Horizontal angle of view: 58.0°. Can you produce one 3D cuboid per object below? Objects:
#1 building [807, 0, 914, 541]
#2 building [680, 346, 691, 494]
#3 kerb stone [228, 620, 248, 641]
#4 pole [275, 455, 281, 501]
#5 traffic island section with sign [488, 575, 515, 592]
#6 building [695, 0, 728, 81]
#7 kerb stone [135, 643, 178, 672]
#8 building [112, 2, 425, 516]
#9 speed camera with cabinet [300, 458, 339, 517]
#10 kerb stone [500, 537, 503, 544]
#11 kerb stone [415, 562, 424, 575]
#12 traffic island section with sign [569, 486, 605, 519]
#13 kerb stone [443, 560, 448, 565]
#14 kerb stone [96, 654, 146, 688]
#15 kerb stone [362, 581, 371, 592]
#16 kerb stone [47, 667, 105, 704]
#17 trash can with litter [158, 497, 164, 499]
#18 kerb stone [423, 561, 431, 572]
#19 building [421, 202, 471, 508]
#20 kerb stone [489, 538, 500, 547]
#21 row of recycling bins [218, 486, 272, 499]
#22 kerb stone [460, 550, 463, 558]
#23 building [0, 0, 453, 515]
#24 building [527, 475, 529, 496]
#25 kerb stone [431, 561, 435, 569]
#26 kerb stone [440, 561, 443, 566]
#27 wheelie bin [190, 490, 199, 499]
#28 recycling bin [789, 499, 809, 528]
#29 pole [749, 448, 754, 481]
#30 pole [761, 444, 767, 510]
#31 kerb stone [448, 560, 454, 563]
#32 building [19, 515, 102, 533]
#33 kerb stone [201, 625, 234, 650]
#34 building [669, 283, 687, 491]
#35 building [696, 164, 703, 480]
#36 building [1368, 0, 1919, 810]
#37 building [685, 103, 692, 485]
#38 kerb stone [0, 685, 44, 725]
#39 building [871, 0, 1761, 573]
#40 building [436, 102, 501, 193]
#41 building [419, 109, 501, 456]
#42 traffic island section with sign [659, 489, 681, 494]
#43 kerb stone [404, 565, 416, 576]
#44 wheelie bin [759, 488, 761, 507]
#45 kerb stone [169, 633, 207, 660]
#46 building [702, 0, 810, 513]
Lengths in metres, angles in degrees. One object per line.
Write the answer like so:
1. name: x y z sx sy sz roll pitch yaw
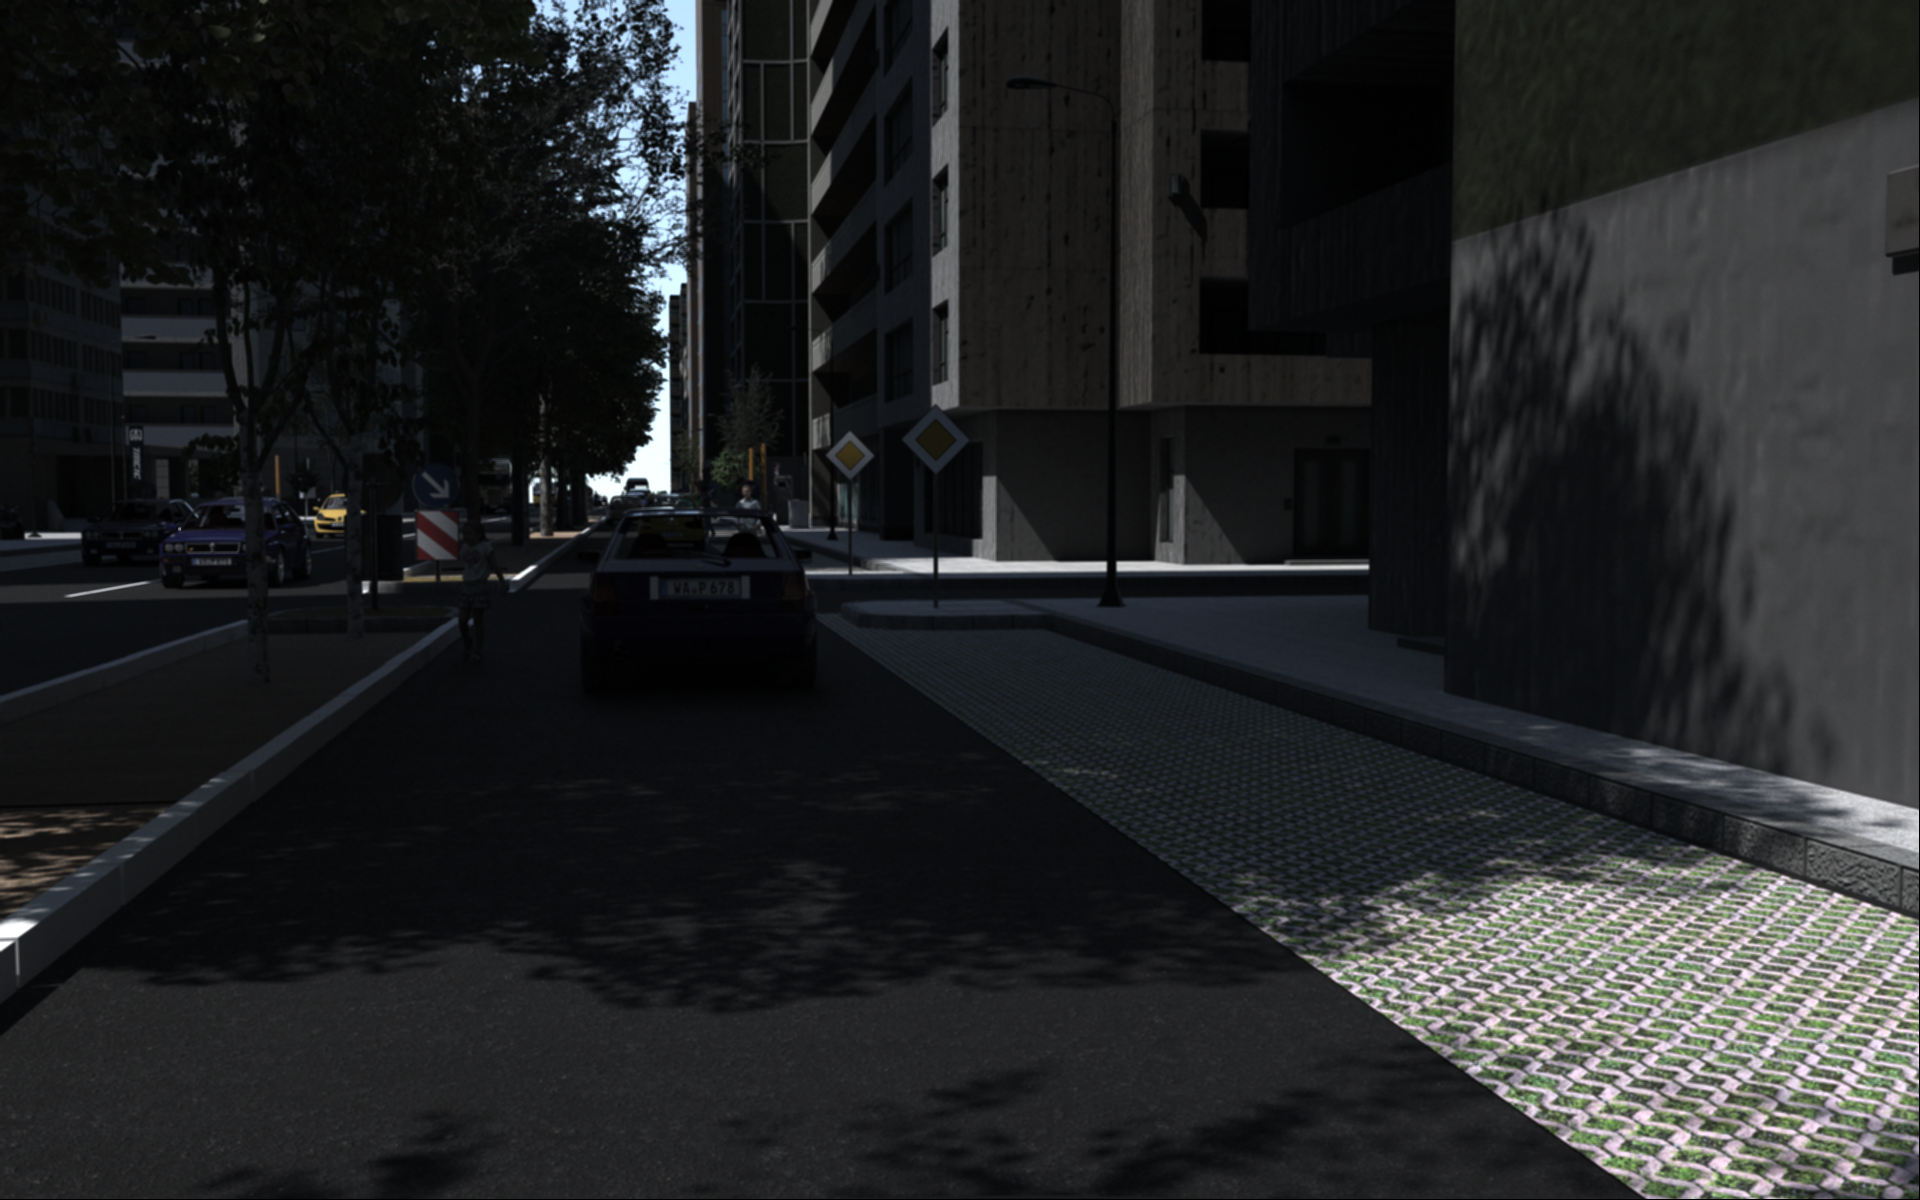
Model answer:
1. building: 6.468 -26.586 58.383 21.300 48.544 21.600 -1 4 -10
2. building: -20.899 -22.829 218.293 27.650 21.520 28.899 -1 4 -10
3. kerb stone: -7.181 0.309 17.213 0.120 0.150 1.000 -1 4 -10
4. pole: -35.942 -5.960 91.290 0.158 3.312 0.155 0 3 0
5. traffic island section with sign: -7.756 -1.089 25.941 2.006 1.907 1.989 -1 4 -10
6. building: -14.271 -30.072 141.791 14.600 45.320 14.200 -1 4 -10
7. kerb stone: -6.627 0.489 14.194 0.120 0.150 1.000 -1 4 -10
8. building: -46.757 -34.672 108.888 21.231 58.520 28.212 -1 4 -10
9. speed camera with cabinet: -35.657 -6.242 96.400 2.038 3.252 0.660 -3 5 -45
10. kerb stone: -13.087 -1.638 48.974 0.120 0.150 1.000 -1 4 -10
11. kerb stone: -9.712 -0.530 30.855 0.120 0.150 1.000 -1 4 -10
12. traffic island section with sign: -21.496 -5.607 99.817 2.006 1.907 1.989 -1 4 -10
13. kerb stone: -10.469 -0.776 34.875 0.120 0.150 1.000 -1 4 -10
14. kerb stone: -6.427 0.552 13.191 0.120 0.150 1.000 -1 4 -10
15. kerb stone: -8.788 -0.216 25.795 0.120 0.150 1.000 -1 4 -10
16. kerb stone: -6.248 0.612 12.184 0.120 0.150 1.000 -1 4 -10
17. trash can with litter: -37.720 -4.355 82.589 1.055 1.170 0.624 -2 4 -34
18. kerb stone: -9.902 -0.591 31.859 0.120 0.150 1.000 -1 4 -10
19. building: -51.548 -23.458 155.236 14.160 30.474 14.107 -1 4 -10
20. kerb stone: -12.905 -1.576 47.968 0.120 0.150 1.000 -1 4 -10
21. row of recycling bins: -37.866 -5.106 90.603 3.534 1.692 1.069 -1 4 -17
22. kerb stone: -11.033 -0.960 37.896 0.120 0.150 1.000 -1 4 -10
23. building: -56.949 -27.044 134.058 32.217 40.220 23.993 -1 4 -10
24. building: -66.817 -28.459 237.006 14.160 30.474 14.107 -1 4 -10
25. kerb stone: -10.091 -0.652 32.864 0.120 0.150 1.000 -1 4 -10
26. kerb stone: -10.281 -0.712 33.871 0.120 0.150 1.000 -1 4 -10
27. wheelie bin: -41.573 -5.281 94.250 0.693 1.594 0.980 -3 4 -37
28. recycling bin: -6.130 -3.262 65.894 0.722 1.027 0.722 -1 4 -11
29. pole: -9.259 -5.084 76.964 0.158 3.312 0.155 0 3 0
30. pole: -7.933 -4.659 70.018 0.158 3.312 0.155 0 3 0
31. kerb stone: -10.651 -0.837 35.885 0.120 0.150 1.000 -1 4 -10
32. building: -45.346 -22.656 62.309 32.217 40.220 23.993 -1 4 -10
33. kerb stone: -6.999 0.366 16.204 0.120 0.150 1.000 -1 4 -10
34. building: -35.095 -29.348 251.541 14.160 30.474 14.107 -1 4 -10
35. building: -13.472 -31.143 163.816 22.147 44.769 28.867 -1 4 -10
36. building: 9.644 -14.795 13.598 14.160 30.474 14.107 -1 4 -10
37. building: -23.600 -33.338 195.190 14.600 45.320 14.200 -1 4 -10
38. kerb stone: -6.063 0.674 11.179 0.120 0.150 1.000 -1 4 -10
39. building: 5.972 -16.175 36.163 14.107 30.474 14.160 -1 4 -10
40. building: -66.723 -36.266 216.647 21.300 48.544 21.600 -1 4 -10
41. building: -62.741 -32.860 191.883 22.147 44.769 28.867 -1 4 -10
42. traffic island section with sign: -25.256 -8.783 152.224 1.989 1.847 2.006 -1 4 -10
43. kerb stone: -9.539 -0.463 29.848 0.120 0.150 1.000 -1 4 -10
44. wheelie bin: -11.154 -5.386 95.969 0.693 1.594 0.980 2 4 34
45. kerb stone: -6.820 0.429 15.197 0.120 0.150 1.000 -1 4 -10
46. building: -8.029 -41.936 123.905 20.563 71.187 20.611 -1 4 -10
